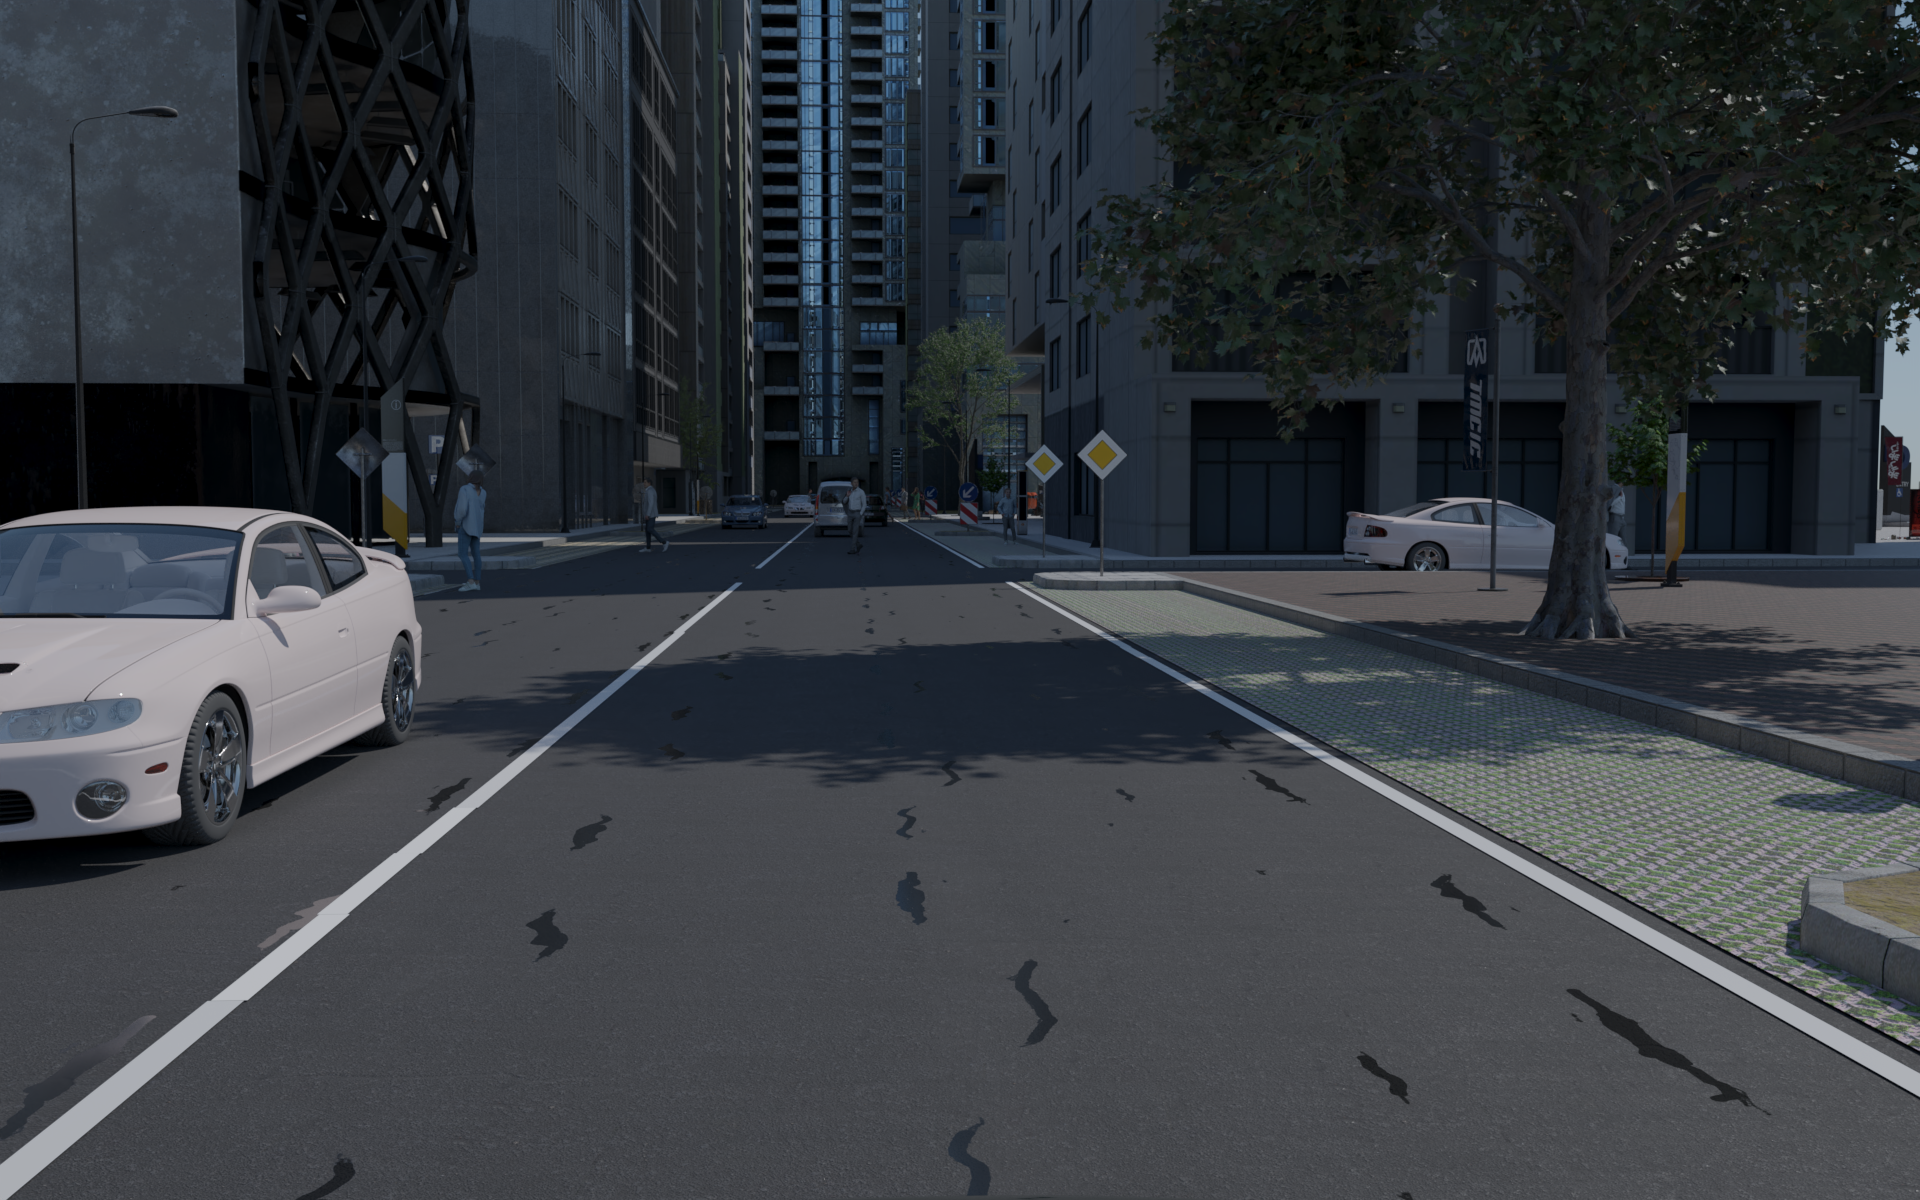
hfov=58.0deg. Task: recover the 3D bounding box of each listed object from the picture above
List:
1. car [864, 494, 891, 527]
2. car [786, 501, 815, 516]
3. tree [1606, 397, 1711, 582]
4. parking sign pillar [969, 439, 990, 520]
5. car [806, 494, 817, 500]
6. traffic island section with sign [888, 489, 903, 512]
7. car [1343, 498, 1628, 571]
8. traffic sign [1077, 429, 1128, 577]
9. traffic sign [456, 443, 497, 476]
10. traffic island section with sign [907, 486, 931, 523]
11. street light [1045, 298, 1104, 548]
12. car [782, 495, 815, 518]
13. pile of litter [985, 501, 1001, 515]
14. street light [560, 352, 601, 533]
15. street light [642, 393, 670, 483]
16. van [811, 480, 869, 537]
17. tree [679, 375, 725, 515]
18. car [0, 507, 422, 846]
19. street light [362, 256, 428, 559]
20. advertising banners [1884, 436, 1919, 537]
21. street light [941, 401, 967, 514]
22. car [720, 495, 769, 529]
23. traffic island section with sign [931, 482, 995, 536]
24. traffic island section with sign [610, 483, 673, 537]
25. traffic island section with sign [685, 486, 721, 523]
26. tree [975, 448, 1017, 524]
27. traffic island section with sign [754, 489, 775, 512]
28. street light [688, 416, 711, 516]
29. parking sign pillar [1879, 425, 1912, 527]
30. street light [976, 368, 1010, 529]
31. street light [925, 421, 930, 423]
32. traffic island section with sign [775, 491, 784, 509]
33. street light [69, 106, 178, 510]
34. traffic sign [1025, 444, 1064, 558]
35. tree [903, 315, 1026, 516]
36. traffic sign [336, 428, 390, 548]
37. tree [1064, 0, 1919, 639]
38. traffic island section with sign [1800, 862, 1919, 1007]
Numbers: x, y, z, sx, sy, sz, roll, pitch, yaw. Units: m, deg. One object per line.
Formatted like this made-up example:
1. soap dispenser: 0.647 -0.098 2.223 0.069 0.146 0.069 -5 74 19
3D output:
1. car: -4.090 -4.128 77.279 2.009 1.686 4.222 0 4 -2
2. car: -10.448 -6.193 113.841 1.945 1.354 3.894 0 4 -3
3. tree: 10.419 -1.903 25.711 1.663 3.219 1.824 0 3 0
4. parking sign pillar: 0.767 -5.902 84.975 1.447 3.967 1.447 -1 4 -13
5. car: -13.478 -8.961 158.308 2.131 1.459 4.920 0 4 -3
6. traffic island section with sign: -4.848 -7.848 136.946 1.989 1.847 2.006 0 4 -4
7. car: 9.089 -1.078 29.981 4.827 1.381 2.083 0 4 -4
8. traffic sign: 2.202 -1.422 26.891 0.795 2.450 0.064 0 4 -4
9. traffic sign: -9.533 -1.867 34.161 0.795 2.450 0.064 0 4 -4
10. traffic island section with sign: -1.595 -4.756 86.386 1.989 1.847 2.006 0 4 -4
11. street light: 2.723 -4.202 41.246 1.470 5.913 1.316 0 4 -4
12. car: -9.931 -5.794 107.099 2.083 1.381 4.827 0 4 -5
13. pile of litter: 2.081 -5.796 108.722 1.176 0.858 1.719 1 4 16
14. street light: -12.424 -5.149 56.724 1.470 5.913 1.316 0 4 -4
15. street light: -14.040 -6.553 79.686 1.470 5.913 1.316 0 4 -4
16. van: -4.101 -3.178 58.967 2.013 2.044 4.112 0 4 -3
17. tree: -16.391 -9.544 106.407 4.737 8.622 4.395 0 3 0
18. car: -4.033 0.234 8.530 2.083 1.381 4.827 0 4 -3
19. street light: -11.065 -3.752 33.880 1.470 5.913 1.316 0 4 -4
20. advertising banners: 28.789 -3.409 51.918 0.090 3.025 2.074 -3 5 -45
21. street light: -0.222 -6.996 86.919 1.470 5.913 1.316 0 4 -4
22. car: -8.974 -3.687 72.282 2.014 1.417 4.499 0 4 -4
23. traffic island section with sign: 0.134 -3.111 59.487 1.989 1.847 2.006 0 4 -4
24. traffic island section with sign: -10.823 -3.083 59.030 1.989 1.847 2.006 0 4 -4
25. traffic island section with sign: -12.551 -4.728 85.930 1.989 1.847 2.006 0 4 -4
26. tree: 1.338 -4.854 73.968 1.663 3.219 1.824 0 3 0
27. traffic island section with sign: -15.807 -7.824 136.544 1.989 1.847 2.006 0 4 -4
28. street light: -15.397 -7.950 102.530 1.470 5.913 1.316 0 4 -4
29. parking sign pillar: 36.609 -4.852 67.794 1.447 3.967 1.447 -2 4 -25
30. street light: 1.277 -5.599 64.084 1.470 5.913 1.316 0 4 -4
31. street light: -1.532 -8.402 109.918 1.470 5.913 1.316 0 4 -4
32. traffic island section with sign: -17.571 -9.496 163.884 1.989 1.847 2.006 0 4 -4
33. street light: -10.071 -2.956 20.878 1.470 5.913 1.316 0 4 -4
34. traffic sign: 1.689 -1.909 34.859 0.795 2.450 0.064 0 4 -4
35. tree: 0.164 -10.693 100.586 9.928 11.665 9.643 0 3 0
36. traffic sign: -9.021 -1.379 26.192 0.795 2.450 0.064 0 4 -4
37. tree: 5.741 -6.016 15.373 9.611 12.733 9.660 0 3 0
38. traffic island section with sign: 3.643 0.222 4.998 1.989 1.847 2.006 0 4 -4
